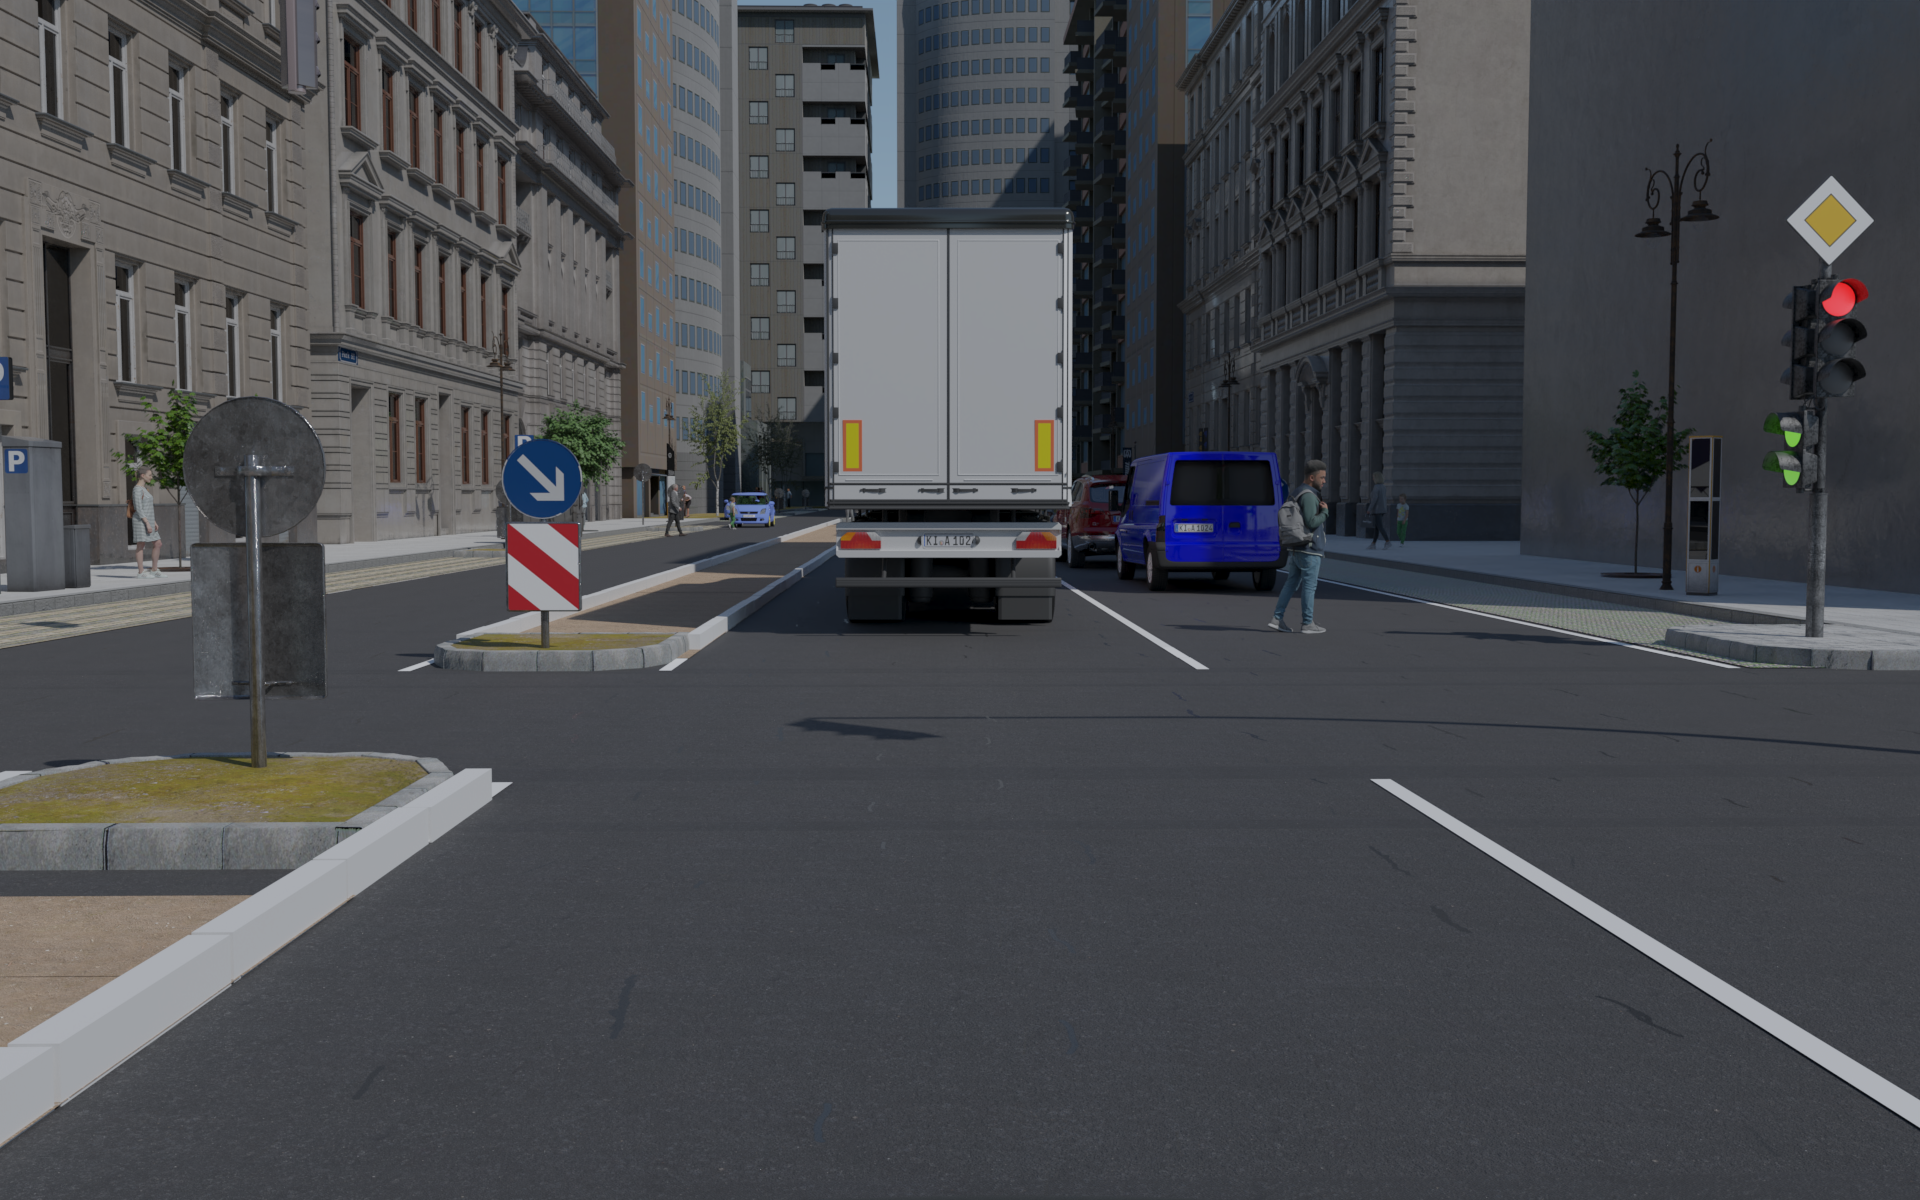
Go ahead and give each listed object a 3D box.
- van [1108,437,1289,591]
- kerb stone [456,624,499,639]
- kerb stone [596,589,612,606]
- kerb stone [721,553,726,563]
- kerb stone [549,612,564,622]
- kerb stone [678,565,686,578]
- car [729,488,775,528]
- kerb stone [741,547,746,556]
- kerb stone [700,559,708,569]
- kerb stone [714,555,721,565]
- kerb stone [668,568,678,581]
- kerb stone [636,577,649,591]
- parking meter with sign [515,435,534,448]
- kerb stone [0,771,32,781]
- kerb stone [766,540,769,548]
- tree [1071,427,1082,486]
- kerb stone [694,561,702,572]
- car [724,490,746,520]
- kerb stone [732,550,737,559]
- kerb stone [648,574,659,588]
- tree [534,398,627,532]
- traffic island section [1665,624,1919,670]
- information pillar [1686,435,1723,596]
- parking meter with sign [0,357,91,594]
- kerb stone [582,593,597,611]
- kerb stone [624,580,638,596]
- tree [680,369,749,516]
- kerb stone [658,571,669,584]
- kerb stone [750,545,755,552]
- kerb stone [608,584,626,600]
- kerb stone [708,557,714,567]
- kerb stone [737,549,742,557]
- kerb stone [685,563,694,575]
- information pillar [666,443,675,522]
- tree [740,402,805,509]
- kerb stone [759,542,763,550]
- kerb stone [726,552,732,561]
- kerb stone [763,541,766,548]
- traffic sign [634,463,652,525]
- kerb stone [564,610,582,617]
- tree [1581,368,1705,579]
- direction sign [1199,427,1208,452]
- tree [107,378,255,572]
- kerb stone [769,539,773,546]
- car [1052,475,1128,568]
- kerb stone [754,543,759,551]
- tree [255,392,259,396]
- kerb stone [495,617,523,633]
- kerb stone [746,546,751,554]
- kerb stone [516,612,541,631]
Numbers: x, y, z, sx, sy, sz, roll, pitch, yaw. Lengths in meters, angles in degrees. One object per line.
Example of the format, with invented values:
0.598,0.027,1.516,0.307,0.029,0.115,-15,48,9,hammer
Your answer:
3.657,-1.401,27.294,2.240,2.365,5.245,0,4,-2,van
-4.545,0.360,16.306,0.120,0.150,1.000,0,4,-1,kerb stone
-4.696,-0.010,22.458,0.120,0.150,1.000,0,4,-1,kerb stone
-5.001,-0.831,35.786,0.120,0.150,1.000,0,4,-1,kerb stone
-4.627,0.172,19.392,0.120,0.150,1.000,0,4,-1,kerb stone
-4.858,-0.452,29.638,0.120,0.150,1.000,0,4,-1,kerb stone
-8.982,-4.006,75.087,1.945,1.707,3.694,0,4,-1,car
-5.092,-1.083,39.896,0.120,0.150,1.000,0,4,-1,kerb stone
-4.930,-0.643,32.708,0.120,0.150,1.000,0,4,-1,kerb stone
-4.967,-0.761,34.757,0.120,0.150,1.000,0,4,-1,kerb stone
-4.830,-0.392,28.613,0.120,0.150,1.000,0,4,-1,kerb stone
-4.766,-0.204,25.537,0.120,0.150,1.000,0,4,-1,kerb stone
-12.905,-3.400,51.855,0.543,3.016,1.738,0,4,-6,parking meter with sign
-4.345,0.897,7.522,0.120,0.150,1.000,0,4,-1,kerb stone
-5.238,-1.455,46.034,0.120,0.150,1.000,0,4,-1,kerb stone
7.073,-11.054,131.089,4.360,8.622,3.978,0,3,0,tree
-4.896,-0.580,31.685,0.120,0.150,1.000,0,4,-1,kerb stone
-11.844,-5.189,94.433,1.945,1.707,3.694,0,3,0,car
-5.040,-0.957,37.838,0.120,0.150,1.000,0,4,-1,kerb stone
-4.786,-0.267,26.562,0.120,0.150,1.000,0,4,-1,kerb stone
-13.151,-4.633,59.471,4.285,4.588,4.351,0,3,0,tree
7.685,0.413,15.536,2.009,0.180,2.903,0,4,-1,traffic island section
9.412,-1.065,21.913,0.304,2.012,0.304,-3,5,-45,information pillar
-12.233,-1.630,22.910,0.543,3.016,1.738,0,4,6,parking meter with sign
-4.673,0.046,21.436,0.120,0.150,1.000,0,4,-1,kerb stone
-4.742,-0.142,24.515,0.120,0.150,1.000,0,4,-1,kerb stone
-14.244,-9.222,101.148,4.737,8.622,4.395,0,3,0,tree
-4.811,-0.330,27.585,0.120,0.150,1.000,0,4,-1,kerb stone
-5.146,-1.203,41.940,0.120,0.150,1.000,0,4,-1,kerb stone
-4.713,-0.079,23.480,0.120,0.150,1.000,0,4,-1,kerb stone
-4.959,-0.706,33.735,0.120,0.150,1.000,0,4,-1,kerb stone
-5.065,-1.014,38.866,0.120,0.150,1.000,0,4,-1,kerb stone
-4.882,-0.518,30.661,0.120,0.150,1.000,0,4,-1,kerb stone
-13.310,-5.403,79.688,0.183,3.616,0.504,2,4,31,information pillar
-15.234,-11.416,137.009,4.360,8.622,3.978,0,3,0,tree
-5.181,-1.328,43.991,0.120,0.150,1.000,0,4,-1,kerb stone
-5.013,-0.892,36.817,0.120,0.150,1.000,0,4,-1,kerb stone
-5.204,-1.396,45.013,0.120,0.150,1.000,0,4,-1,kerb stone
-13.138,-4.381,71.728,0.768,2.556,0.104,0,4,6,traffic sign
-4.646,0.113,20.414,0.120,0.150,1.000,0,4,-1,kerb stone
10.382,-1.970,26.816,1.663,3.219,1.824,0,3,0,tree
8.324,-4.119,59.347,0.379,3.537,0.876,-1,4,-10,direction sign
-13.080,-2.106,29.033,1.663,3.219,1.824,0,3,0,tree
-5.250,-1.516,47.060,0.120,0.150,1.000,0,4,-1,kerb stone
3.052,-1.618,35.130,2.281,1.827,5.304,0,4,-2,car
-5.166,-1.270,42.962,0.120,0.150,1.000,0,4,-1,kerb stone
-13.228,-2.343,32.906,1.663,3.219,1.824,0,3,0,tree
-4.573,0.303,17.339,0.120,0.150,1.000,0,4,-1,kerb stone
-5.113,-1.145,40.918,0.120,0.150,1.000,0,4,-1,kerb stone
-4.601,0.234,18.370,0.120,0.150,1.000,0,4,-1,kerb stone
